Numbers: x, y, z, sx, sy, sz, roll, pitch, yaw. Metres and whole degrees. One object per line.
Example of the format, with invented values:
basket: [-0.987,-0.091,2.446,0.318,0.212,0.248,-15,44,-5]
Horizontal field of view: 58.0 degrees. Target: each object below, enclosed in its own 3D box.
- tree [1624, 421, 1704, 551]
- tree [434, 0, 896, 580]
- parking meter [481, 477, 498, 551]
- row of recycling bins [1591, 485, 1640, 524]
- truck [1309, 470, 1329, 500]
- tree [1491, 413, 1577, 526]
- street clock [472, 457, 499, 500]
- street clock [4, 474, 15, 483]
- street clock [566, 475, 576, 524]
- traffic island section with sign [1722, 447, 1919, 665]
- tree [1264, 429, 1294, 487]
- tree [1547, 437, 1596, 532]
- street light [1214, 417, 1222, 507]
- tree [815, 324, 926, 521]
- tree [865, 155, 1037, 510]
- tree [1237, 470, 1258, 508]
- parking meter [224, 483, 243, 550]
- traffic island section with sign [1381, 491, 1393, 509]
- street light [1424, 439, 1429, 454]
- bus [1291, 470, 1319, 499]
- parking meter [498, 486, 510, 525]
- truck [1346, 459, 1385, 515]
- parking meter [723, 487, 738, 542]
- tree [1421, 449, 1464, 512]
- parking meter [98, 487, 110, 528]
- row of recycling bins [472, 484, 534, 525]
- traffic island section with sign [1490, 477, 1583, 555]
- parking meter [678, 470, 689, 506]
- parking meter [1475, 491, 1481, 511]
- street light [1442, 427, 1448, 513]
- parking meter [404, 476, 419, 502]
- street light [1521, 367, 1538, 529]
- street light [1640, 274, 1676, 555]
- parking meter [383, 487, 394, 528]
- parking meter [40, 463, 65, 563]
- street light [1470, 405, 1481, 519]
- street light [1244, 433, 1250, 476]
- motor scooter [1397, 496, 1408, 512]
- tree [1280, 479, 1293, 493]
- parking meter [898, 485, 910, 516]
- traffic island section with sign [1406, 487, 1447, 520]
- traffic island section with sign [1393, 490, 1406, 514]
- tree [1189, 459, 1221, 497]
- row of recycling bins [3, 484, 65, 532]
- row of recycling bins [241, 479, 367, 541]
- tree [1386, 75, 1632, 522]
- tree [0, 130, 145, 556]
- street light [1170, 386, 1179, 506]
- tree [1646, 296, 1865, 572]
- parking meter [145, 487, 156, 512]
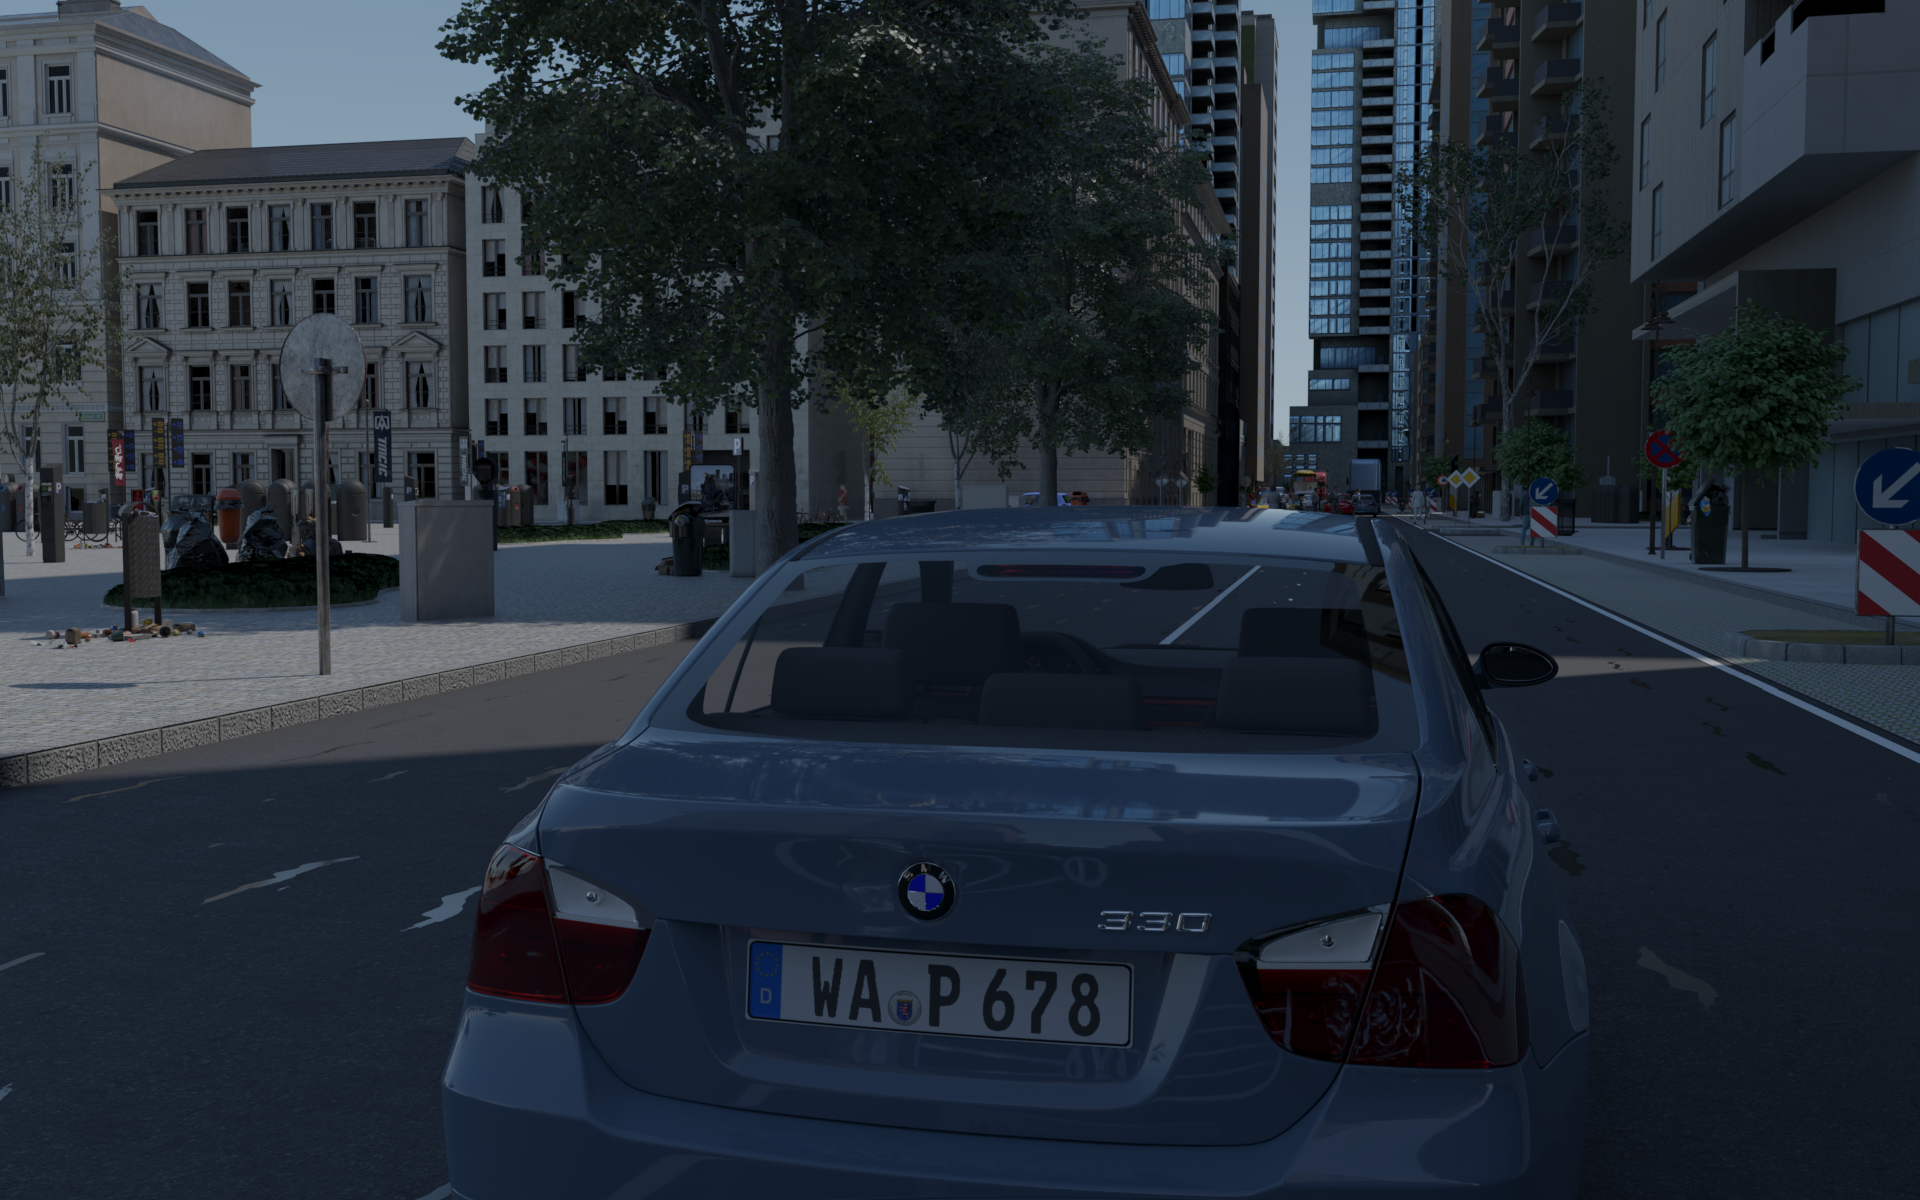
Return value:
tree: [16.367,-2.753,39.613,1.663,3.219,1.824,0,3,0]
tree: [-2.348,-7.104,22.812,9.857,13.997,8.962,0,3,0]
parking meter: [-10.588,-2.033,38.948,0.255,1.863,0.399,0,4,5]
row of recycling bins: [28.846,-4.234,76.337,1.069,1.692,3.534,0,4,-4]
truck: [41.508,-13.012,201.658,2.839,4.237,11.283,1,4,14]
tree: [23.280,-5.290,70.204,4.285,4.588,4.351,0,3,0]
street clock: [-9.394,-1.820,34.327,0.471,2.002,0.358,0,4,1]
street clock: [-34.073,-3.521,62.130,0.471,2.002,0.358,3,5,42]
street clock: [-14.765,-3.744,65.790,0.358,2.002,0.471,1,4,11]
traffic island section with sign: [7.939,-0.412,15.357,1.989,1.847,2.006,1,4,13]
tree: [35.992,-15.096,197.175,4.360,8.622,3.978,0,3,0]
tree: [20.246,-3.891,58.222,1.663,3.219,1.824,0,3,0]
street light: [15.110,-7.876,101.561,0.468,5.910,1.993,1,4,13]
tree: [-3.318,-7.059,65.774,4.737,8.622,4.395,0,3,0]
tree: [-0.069,-5.342,37.708,4.360,8.622,3.978,0,3,0]
tree: [22.893,-8.743,137.554,1.663,3.219,1.824,0,3,0]
parking meter: [-16.737,-1.927,39.913,0.372,1.533,0.369,0,3,0]
traffic island section with sign: [48.747,-11.568,197.769,1.989,1.847,2.006,1,4,13]
street light: [38.814,-10.473,144.023,0.468,5.910,1.993,1,4,13]
bus: [36.608,-11.769,183.962,2.896,3.916,12.252,1,4,11]
parking meter: [-14.888,-2.947,56.596,0.372,1.533,0.369,0,3,0]
truck: [29.803,-8.463,128.122,2.967,4.110,18.799,1,4,14]
parking meter: [-5.431,-1.994,41.015,0.372,1.533,0.369,0,3,0]
tree: [35.253,-8.721,126.304,4.285,4.588,4.351,0,3,0]
parking meter: [-32.421,-3.496,65.574,0.372,1.533,0.369,0,3,0]
row of recycling bins: [-18.292,-3.800,69.251,1.069,1.692,3.534,1,4,20]
traffic island section with sign: [13.839,-2.020,41.661,1.989,1.847,2.006,1,4,13]
parking meter: [-6.330,-2.113,40.254,0.399,1.863,0.255,1,4,21]
parking meter: [38.816,-7.425,129.808,0.372,1.533,0.369,0,3,0]
street light: [32.709,-8.807,116.789,0.468,5.910,1.993,1,4,13]
parking meter: [-17.489,-3.030,55.258,0.399,1.863,0.255,1,4,13]
street light: [20.674,-5.518,63.007,0.468,5.910,1.993,1,4,13]
street light: [14.666,-3.898,36.523,0.468,5.910,1.993,1,4,13]
parking meter: [-21.663,-3.498,65.599,0.372,1.533,0.369,0,3,0]
parking meter: [-16.949,-1.629,32.342,0.255,1.863,0.399,0,4,2]
street light: [26.816,-7.186,90.279,0.468,5.910,1.993,1,4,13]
street light: [21.226,-9.531,128.625,0.468,5.910,1.993,1,4,13]
motor scooter: [33.391,-7.214,130.729,0.815,1.314,1.986,1,4,14]
tree: [41.631,-13.818,220.528,1.663,3.219,1.824,0,3,0]
parking meter: [-1.646,-2.595,50.832,0.372,1.533,0.369,0,3,0]
traffic island section with sign: [26.128,-5.383,96.646,1.989,1.847,2.006,1,4,13]
traffic island section with sign: [32.015,-6.992,122.952,1.989,1.847,2.006,1,4,13]
tree: [13.448,-6.123,94.720,1.663,3.219,1.824,0,3,0]
row of recycling bins: [-32.044,-3.173,58.985,3.534,1.692,1.069,1,4,16]
row of recycling bins: [-18.063,-2.473,47.541,3.534,1.692,1.069,0,4,-1]
tree: [26.319,-13.659,79.221,12.611,20.169,13.585,0,3,0]
tree: [-19.223,-5.223,35.766,4.360,8.622,3.978,0,3,0]
street light: [9.099,-6.213,74.374,0.468,5.910,1.993,1,4,13]
tree: [13.242,-2.764,28.910,4.285,4.588,4.351,0,3,0]
parking meter: [-30.574,-3.488,65.433,0.372,1.533,0.369,0,3,0]
